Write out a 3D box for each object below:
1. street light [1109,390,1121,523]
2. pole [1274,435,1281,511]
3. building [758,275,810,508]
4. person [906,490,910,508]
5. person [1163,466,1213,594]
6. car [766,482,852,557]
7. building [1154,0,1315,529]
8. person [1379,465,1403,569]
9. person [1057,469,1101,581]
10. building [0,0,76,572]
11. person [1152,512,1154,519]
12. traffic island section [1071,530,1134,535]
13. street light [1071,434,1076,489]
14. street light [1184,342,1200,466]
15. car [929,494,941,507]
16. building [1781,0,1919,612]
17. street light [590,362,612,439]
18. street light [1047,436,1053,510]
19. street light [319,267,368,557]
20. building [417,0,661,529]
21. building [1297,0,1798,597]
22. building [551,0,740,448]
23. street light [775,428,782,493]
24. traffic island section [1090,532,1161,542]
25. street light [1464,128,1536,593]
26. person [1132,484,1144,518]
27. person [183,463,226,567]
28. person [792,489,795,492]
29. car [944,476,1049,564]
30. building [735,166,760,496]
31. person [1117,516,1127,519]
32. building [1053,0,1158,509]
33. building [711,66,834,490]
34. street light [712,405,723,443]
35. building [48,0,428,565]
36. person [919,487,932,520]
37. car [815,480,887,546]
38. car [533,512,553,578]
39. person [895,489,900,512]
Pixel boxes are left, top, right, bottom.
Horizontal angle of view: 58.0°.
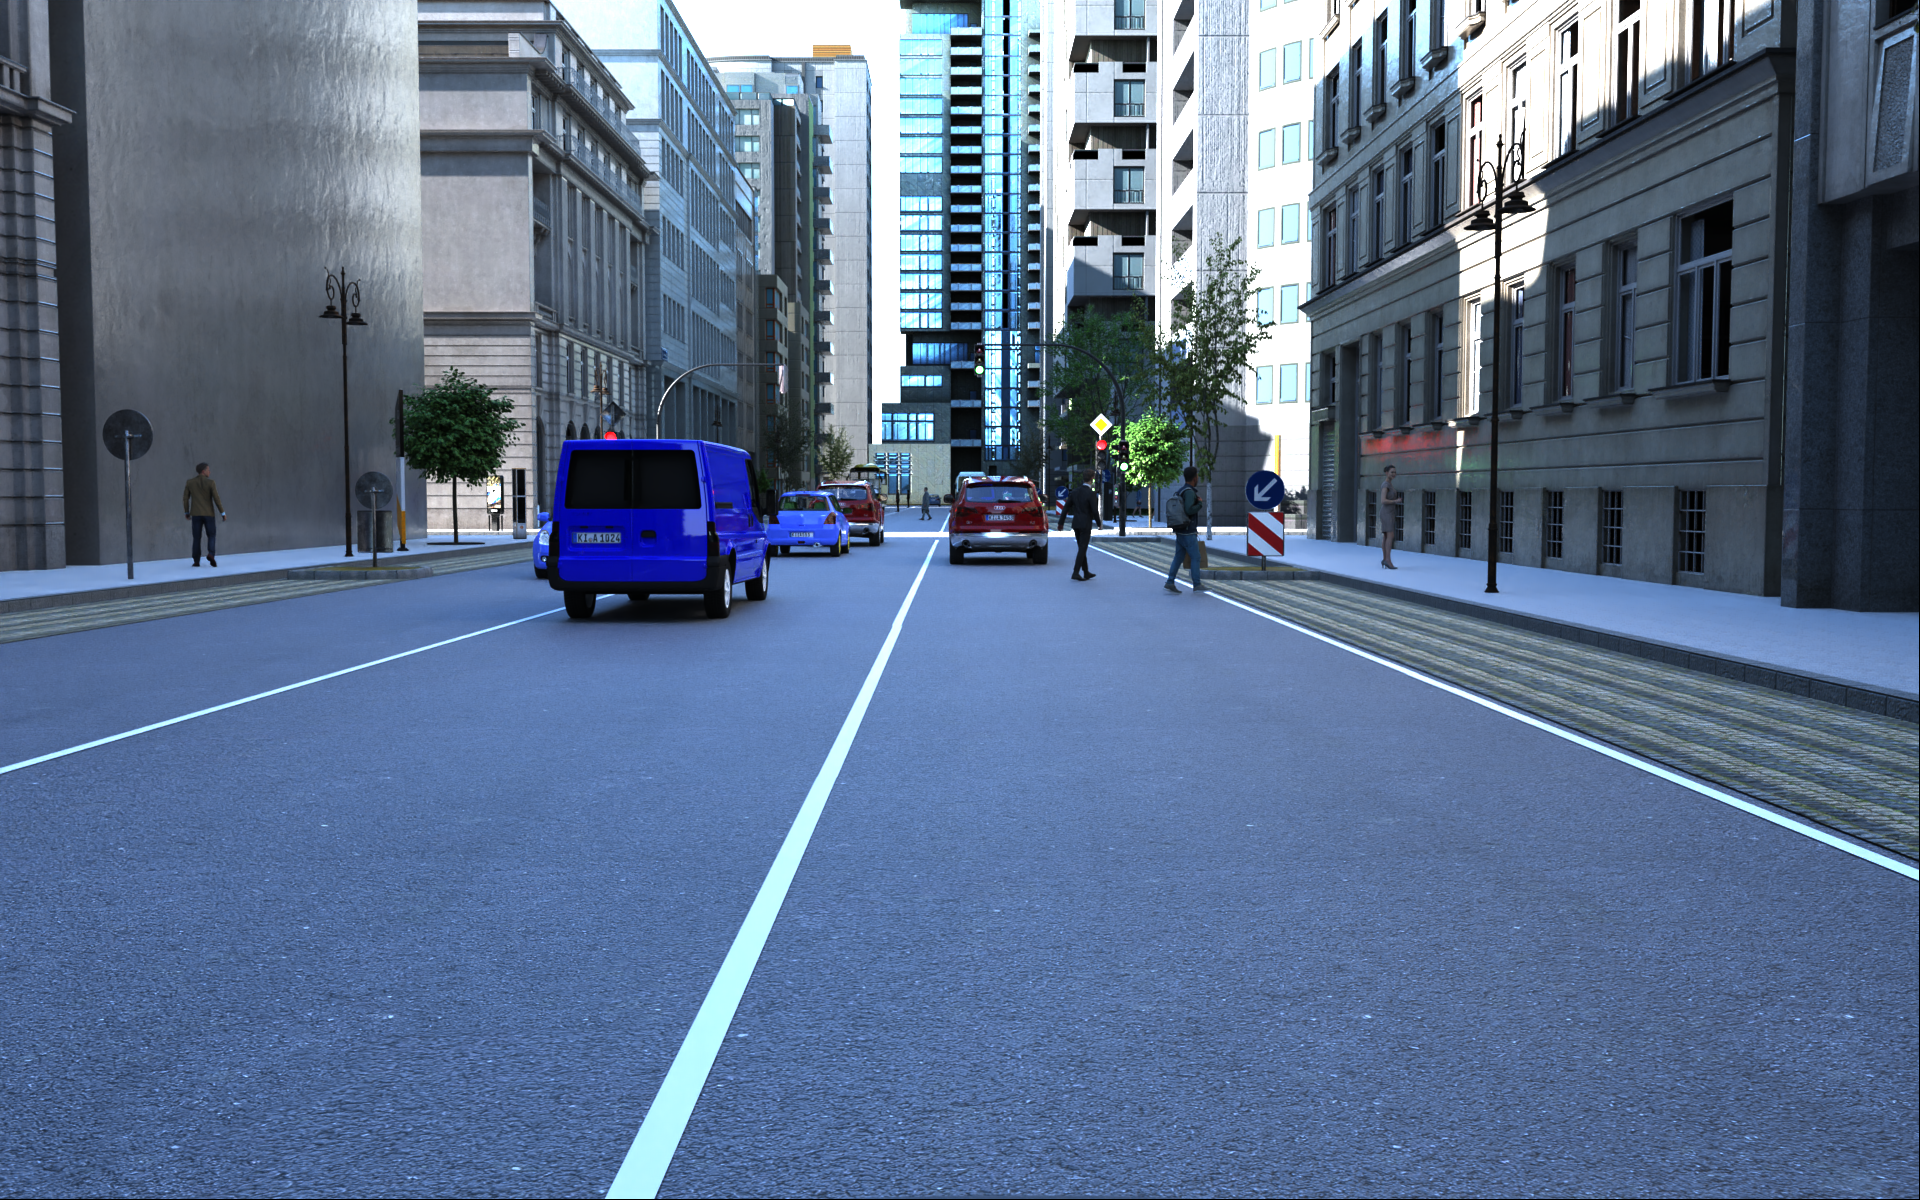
[{"bbox_3d":[6.939,-6.397,77.384,0.468,5.910,1.993,0,3,0],"label":"street light"},{"bbox_3d":[10.992,-4.044,59.967,0.158,3.312,0.155,0,3,0],"label":"pole"},{"bbox_3d":[-28.214,-18.712,150.985,27.650,21.520,28.899,0,3,0],"label":"building"},{"bbox_3d":[-5.428,-10.562,180.824,0.705,1.869,1.348,0,4,3],"label":"person"},{"bbox_3d":[3.255,-0.993,24.723,0.713,1.824,0.794,0,4,7],"label":"person"},{"bbox_3d":[-3.545,-1.914,40.878,1.945,1.707,3.694,0,4,1],"label":"car"},{"bbox_3d":[23.211,-32.349,70.908,28.212,58.520,21.231,0,3,0],"label":"building"},{"bbox_3d":[7.412,-1.433,29.806,0.374,1.781,0.599,1,4,22],"label":"person"},{"bbox_3d":[2.081,-1.251,28.727,0.755,1.850,0.659,-3,5,-44],"label":"person"},{"bbox_3d":[-21.306,-10.761,17.739,13.314,21.916,24.055,0,3,0],"label":"building"},{"bbox_3d":[10.220,-5.075,89.120,0.778,1.811,0.616,-2,4,-33],"label":"person"},{"bbox_3d":[4.932,-2.338,60.512,2.009,0.180,2.903,0,3,0],"label":"traffic island section"},{"bbox_3d":[6.932,-8.165,106.289,0.468,5.910,1.993,0,3,0],"label":"street light"},{"bbox_3d":[6.953,-4.848,52.050,0.468,5.910,1.993,0,3,0],"label":"street light"},{"bbox_3d":[-3.098,-11.471,199.553,2.014,1.417,4.499,0,4,0],"label":"car"},{"bbox_3d":[15.389,-11.688,9.124,12.078,24.808,19.932,0,3,0],"label":"building"},{"bbox_3d":[-12.547,-5.376,60.690,0.468,5.910,1.993,0,3,0],"label":"street light"},{"bbox_3d":[6.961,-9.933,135.195,0.468,5.910,1.993,0,3,0],"label":"street light"},{"bbox_3d":[-12.542,-3.828,35.377,0.468,5.910,1.993,0,3,0],"label":"street light"},{"bbox_3d":[-21.358,-14.188,73.768,13.314,21.916,24.055,0,3,0],"label":"building"},{"bbox_3d":[17.285,-12.346,35.133,16.112,22.955,30.059,0,3,0],"label":"building"},{"bbox_3d":[-20.274,-19.759,100.548,11.434,29.767,29.804,0,3,0],"label":"building"},{"bbox_3d":[-12.502,-8.947,119.078,0.468,5.910,1.993,0,3,0],"label":"street light"},{"bbox_3d":[4.936,-1.850,52.527,2.009,0.180,2.903,0,3,0],"label":"traffic island section"},{"bbox_3d":[6.930,-3.034,22.397,0.468,5.910,1.993,0,3,0],"label":"street light"},{"bbox_3d":[9.735,-5.425,94.764,0.654,1.822,0.581,2,4,23],"label":"person"},{"bbox_3d":[-13.336,-1.507,30.593,0.656,1.842,0.836,-3,5,-39],"label":"person"},{"bbox_3d":[-10.485,-6.166,109.804,0.515,1.767,0.782,2,4,28],"label":"person"},{"bbox_3d":[0.784,-1.732,36.994,2.281,1.827,5.304,0,3,0],"label":"car"},{"bbox_3d":[-21.718,-18.807,125.520,12.078,24.808,19.932,0,3,0],"label":"building"},{"bbox_3d":[8.462,-4.912,90.619,0.640,1.303,0.475,2,4,29],"label":"person"},{"bbox_3d":[20.598,-32.452,119.823,28.713,52.752,27.495,0,3,0],"label":"building"},{"bbox_3d":[-29.991,-35.325,197.179,30.456,49.044,23.786,0,3,0],"label":"building"},{"bbox_3d":[-12.526,-7.144,89.595,0.468,5.910,1.993,0,3,0],"label":"street light"},{"bbox_3d":[-32.459,-14.397,39.901,34.151,26.468,19.350,0,3,0],"label":"building"},{"bbox_3d":[-1.908,-5.295,95.175,0.767,1.812,0.694,0,4,-6],"label":"person"},{"bbox_3d":[-3.224,-2.483,49.271,2.281,1.827,5.304,0,4,-1],"label":"car"},{"bbox_3d":[-6.420,-1.289,30.666,1.945,1.707,3.694,0,4,-2],"label":"car"},{"bbox_3d":[-5.048,-8.009,139.579,0.705,1.807,1.348,0,4,-2],"label":"person"}]
